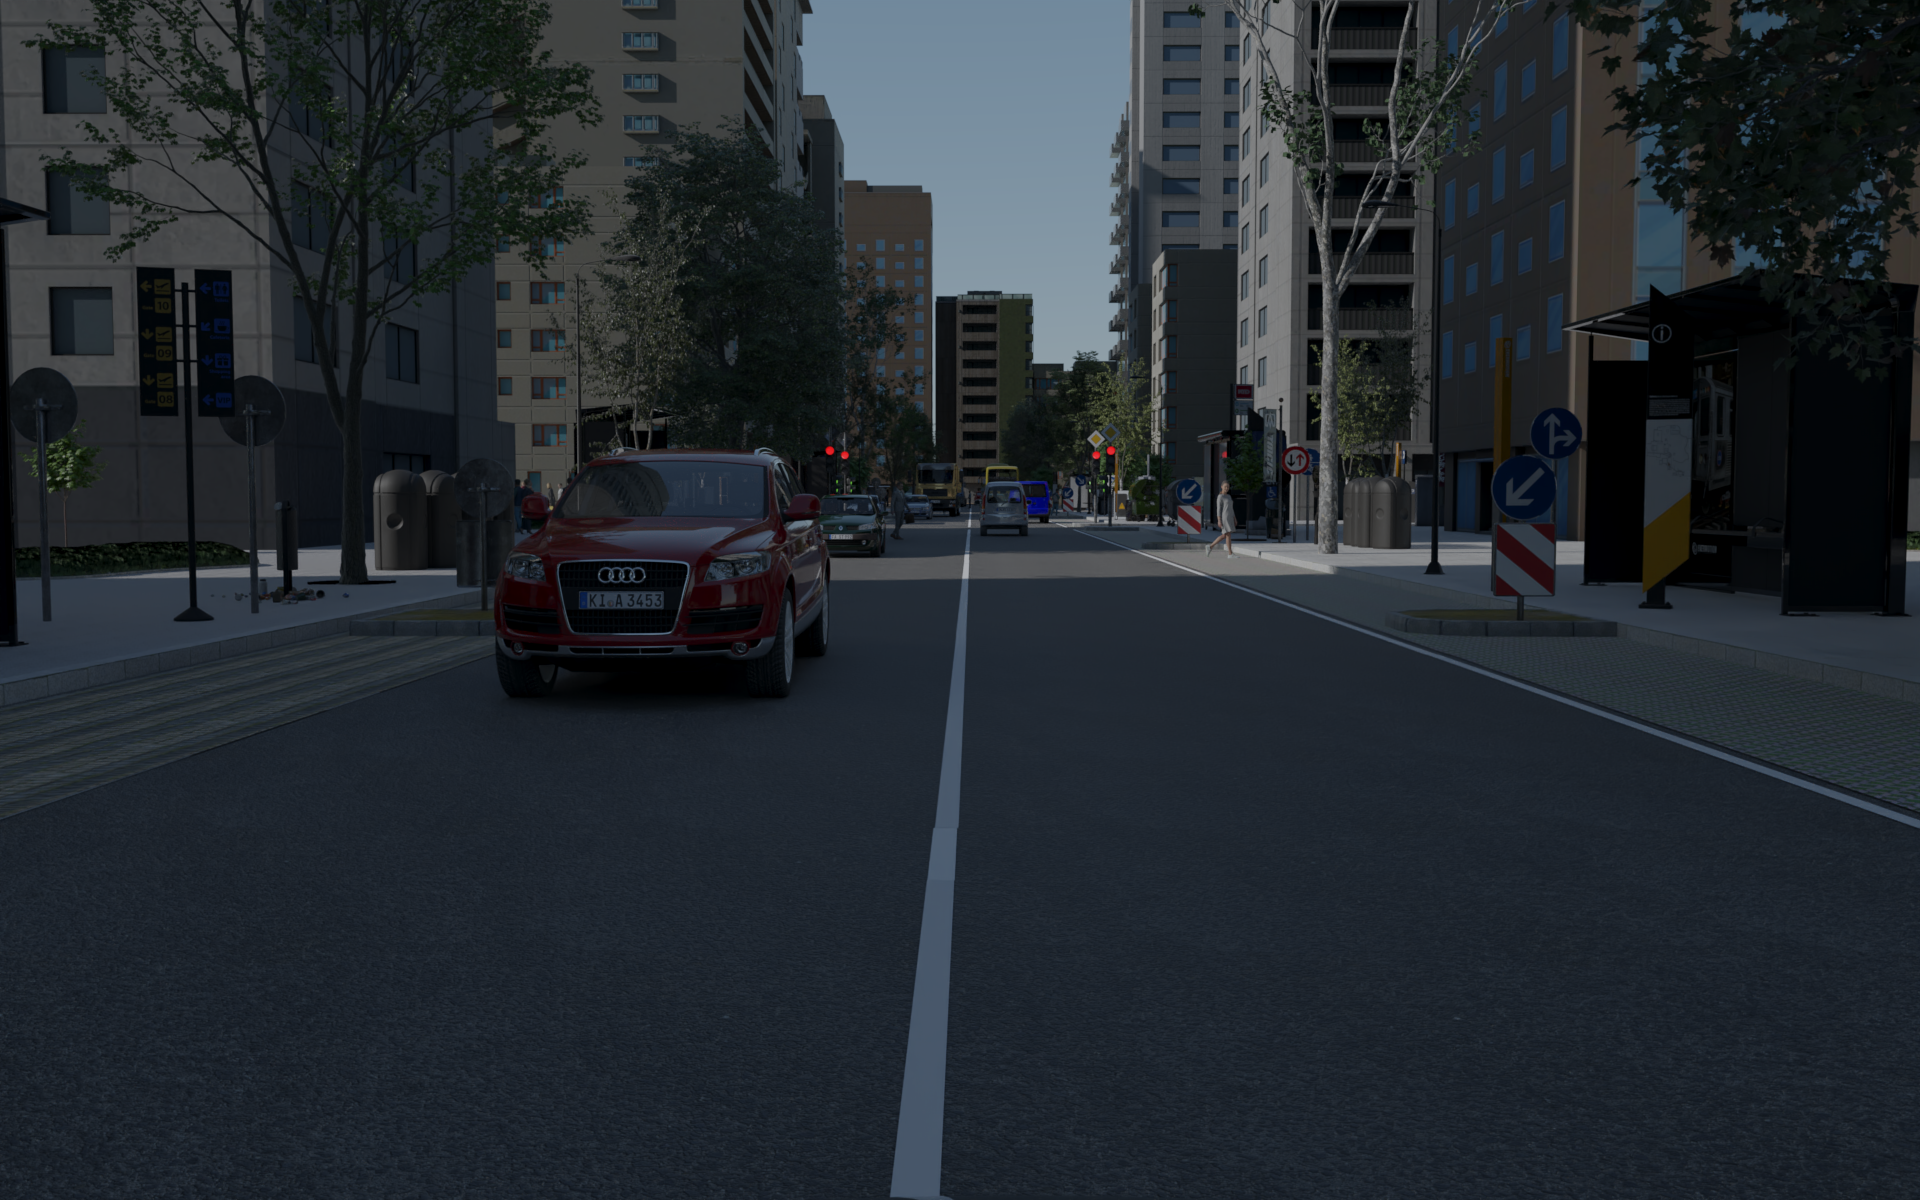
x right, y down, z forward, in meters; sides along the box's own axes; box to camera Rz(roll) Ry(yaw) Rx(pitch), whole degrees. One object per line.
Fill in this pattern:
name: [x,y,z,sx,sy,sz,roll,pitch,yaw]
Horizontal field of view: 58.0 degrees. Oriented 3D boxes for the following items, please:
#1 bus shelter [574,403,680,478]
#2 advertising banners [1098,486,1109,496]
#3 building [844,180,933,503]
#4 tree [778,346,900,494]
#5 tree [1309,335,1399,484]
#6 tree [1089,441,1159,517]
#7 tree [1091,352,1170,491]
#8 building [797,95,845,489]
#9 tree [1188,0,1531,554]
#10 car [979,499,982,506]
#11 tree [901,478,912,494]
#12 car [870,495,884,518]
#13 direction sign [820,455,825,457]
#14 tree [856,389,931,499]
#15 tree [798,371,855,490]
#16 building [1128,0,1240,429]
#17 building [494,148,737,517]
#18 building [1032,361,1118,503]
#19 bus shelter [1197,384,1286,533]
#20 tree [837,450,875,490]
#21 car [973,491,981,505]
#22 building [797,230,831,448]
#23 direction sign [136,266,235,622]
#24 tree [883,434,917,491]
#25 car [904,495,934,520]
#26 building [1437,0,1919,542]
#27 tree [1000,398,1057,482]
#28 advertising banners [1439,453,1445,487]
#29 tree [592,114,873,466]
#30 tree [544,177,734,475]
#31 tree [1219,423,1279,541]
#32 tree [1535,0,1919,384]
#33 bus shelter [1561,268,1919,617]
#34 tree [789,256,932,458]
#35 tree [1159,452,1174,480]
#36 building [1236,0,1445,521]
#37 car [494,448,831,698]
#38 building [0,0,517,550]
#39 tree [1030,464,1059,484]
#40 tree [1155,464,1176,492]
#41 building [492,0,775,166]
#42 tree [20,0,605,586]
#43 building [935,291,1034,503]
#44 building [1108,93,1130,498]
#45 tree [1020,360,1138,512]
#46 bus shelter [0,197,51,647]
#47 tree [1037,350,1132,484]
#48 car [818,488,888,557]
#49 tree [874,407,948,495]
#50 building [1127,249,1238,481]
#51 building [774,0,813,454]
bus shelter: [-9.081,-3.449,47.682,1.731,3.624,6.357,0,4,1]
advertising banners: [9.672,-7.316,115.801,0.090,3.025,2.074,2,4,33]
building: [-11.100,-36.673,249.709,14.200,45.320,14.600,0,4,0]
tree: [-7.937,-10.738,109.971,8.767,10.594,7.601,0,4,3]
tree: [17.722,-7.845,78.626,4.737,8.622,4.395,0,3,0]
tree: [8.835,-6.959,97.488,4.285,4.588,4.351,0,3,0]
tree: [8.688,-8.609,91.122,4.737,8.622,4.395,0,3,0]
building: [-25.112,-35.721,207.743,21.600,48.544,21.300,0,4,0]
tree: [9.039,-10.995,35.659,12.611,20.169,13.585,0,3,0]
car: [2.213,-6.409,113.588,1.959,1.807,4.718,0,4,-1]
tree: [-6.986,-13.347,212.821,1.663,3.219,1.824,0,3,0]
car: [-4.876,-4.741,89.524,2.014,1.417,4.499,0,4,1]
direction sign: [-8.072,-6.565,99.331,0.876,3.537,0.379,3,4,38]
tree: [-6.634,-15.007,171.116,9.928,11.665,9.643,0,3,0]
tree: [-7.948,-9.322,102.772,4.360,8.622,3.978,0,3,0]
building: [27.403,-38.586,172.882,21.231,58.520,28.212,0,4,0]
building: [-29.198,-15.968,106.119,27.650,21.520,28.899,0,4,0]
building: [24.941,-25.184,256.791,28.899,21.520,27.650,0,4,0]
bus shelter: [9.604,-5.081,60.714,2.179,5.291,8.768,0,4,0]
tree: [-7.847,-8.705,126.040,4.285,4.588,4.351,0,3,0]
car: [2.815,-12.910,219.754,2.281,1.827,5.304,0,4,0]
building: [-21.538,-25.371,186.517,14.160,30.474,14.107,0,4,0]
direction sign: [-7.777,-1.558,17.473,0.876,3.537,0.379,-1,4,-19]
tree: [-7.085,-15.127,197.682,4.360,8.622,3.978,0,3,0]
car: [-2.486,-5.282,98.362,2.014,1.417,4.499,0,4,1]
building: [23.280,-24.575,51.910,14.600,45.320,14.200,0,4,0]
tree: [9.531,-19.649,227.915,9.857,13.997,8.962,0,3,0]
advertising banners: [19.032,-4.286,66.260,2.074,3.025,0.090,-1,4,-22]
tree: [-7.512,-9.300,58.717,9.857,13.997,8.962,0,3,0]
tree: [-7.559,-5.523,40.668,4.360,8.622,3.978,0,3,0]
tree: [7.834,-3.235,47.486,1.663,3.219,1.824,0,3,0]
tree: [8.486,-5.739,10.847,9.611,12.733,9.660,0,3,0]
bus shelter: [9.216,-1.829,21.180,1.731,3.624,6.357,0,4,1]
tree: [-8.616,-17.406,140.485,12.611,20.169,13.585,0,3,0]
tree: [12.605,-8.074,115.718,4.285,4.588,4.351,0,3,0]
building: [26.591,-39.942,91.311,20.611,71.187,20.563,0,4,0]
car: [-2.197,-0.319,13.885,2.281,1.827,5.304,0,4,0]
building: [-25.724,-37.275,47.694,20.611,71.187,20.563,0,4,0]
tree: [8.821,-12.235,183.755,4.285,4.588,4.351,0,3,0]
tree: [13.204,-7.188,112.126,1.663,3.219,1.824,0,3,0]
building: [-26.565,-31.484,138.464,21.300,48.544,21.600,0,4,0]
tree: [-8.727,-6.020,24.186,9.928,11.665,9.643,0,3,0]
building: [3.387,-29.210,249.281,14.107,30.474,14.160,0,4,0]
building: [29.109,-35.647,202.439,23.786,49.044,30.456,0,4,0]
tree: [8.288,-11.443,121.509,8.767,10.594,7.601,1,4,8]
bus shelter: [-8.468,-1.236,11.499,1.731,3.624,6.357,0,4,0]
tree: [9.762,-13.357,136.517,7.486,12.596,7.792,0,3,0]
car: [-2.659,-1.885,40.608,2.009,1.686,4.222,0,3,0]
tree: [-6.038,-18.815,224.628,9.611,12.733,9.660,0,3,0]
building: [28.378,-17.845,136.797,27.650,21.520,28.899,0,4,0]
building: [-29.269,-35.200,164.764,28.713,52.752,27.495,0,4,0]
